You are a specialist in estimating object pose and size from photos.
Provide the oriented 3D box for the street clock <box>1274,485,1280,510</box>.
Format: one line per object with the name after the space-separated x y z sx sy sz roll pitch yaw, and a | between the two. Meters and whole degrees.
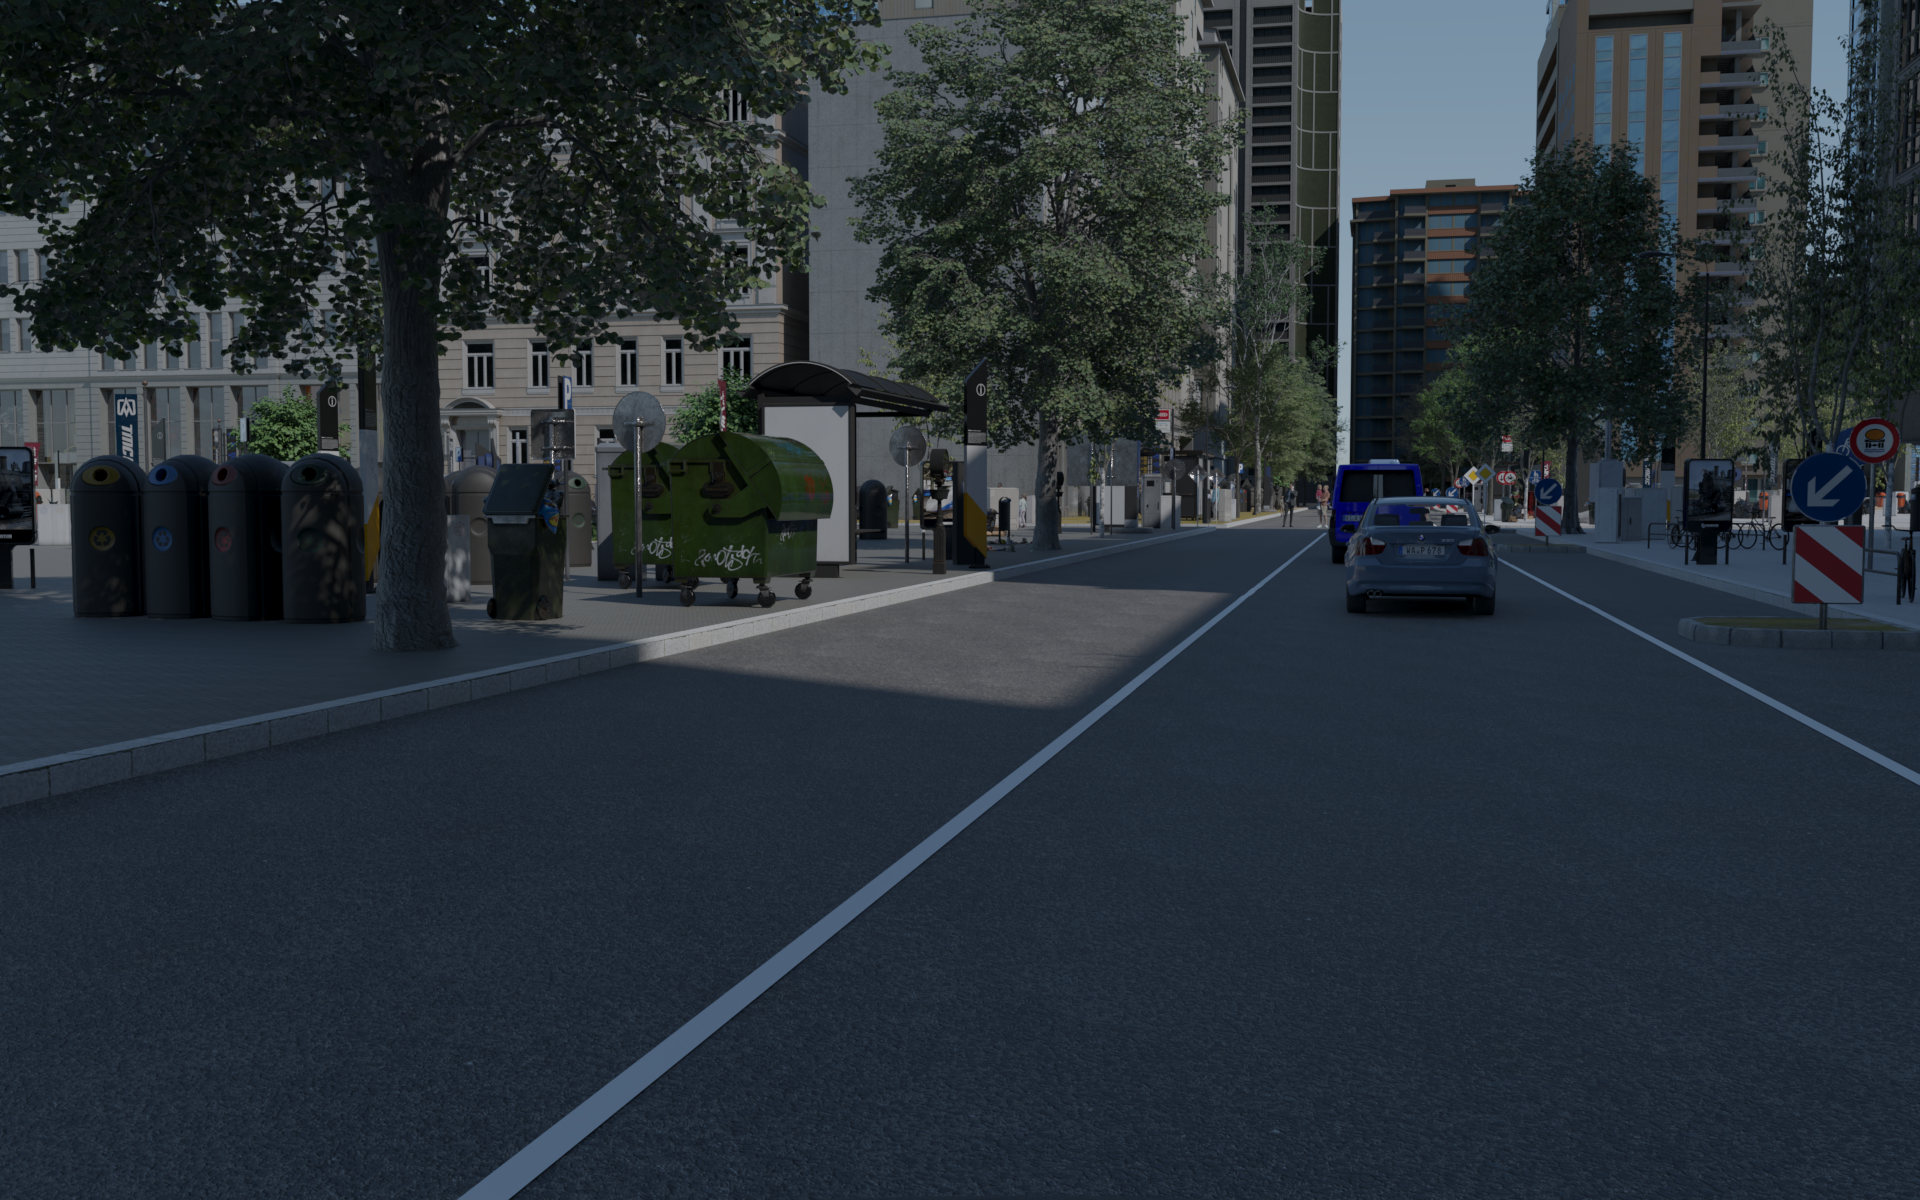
25.197 -8.148 137.787 0.471 2.002 0.358 -2 4 -26 | street clock

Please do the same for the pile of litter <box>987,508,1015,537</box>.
0.915 -2.352 52.414 1.719 0.858 1.176 1 4 19 | pile of litter

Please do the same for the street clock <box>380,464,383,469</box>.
-12.970 -2.136 39.501 0.471 2.002 0.358 0 4 6 | street clock

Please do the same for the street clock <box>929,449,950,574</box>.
-0.327 -1.413 27.665 0.358 2.002 0.471 1 4 11 | street clock

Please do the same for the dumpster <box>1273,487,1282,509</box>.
25.792 -8.227 140.264 1.264 1.857 1.865 1 4 13 | dumpster

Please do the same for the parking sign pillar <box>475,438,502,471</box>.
-22.426 -5.773 82.852 1.447 3.967 1.447 -1 4 -21 | parking sign pillar

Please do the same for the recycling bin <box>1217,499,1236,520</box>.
13.283 -4.508 86.264 0.722 1.027 0.722 -1 4 -14 | recycling bin

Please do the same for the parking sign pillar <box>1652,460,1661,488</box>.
54.010 -8.919 134.304 1.447 3.967 1.447 2 4 30 | parking sign pillar

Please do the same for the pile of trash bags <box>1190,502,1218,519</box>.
12.542 -5.027 91.936 1.912 1.369 3.447 -1 4 -15 | pile of trash bags

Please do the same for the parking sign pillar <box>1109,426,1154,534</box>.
5.632 -4.178 56.784 1.447 3.967 1.447 1 4 8 | parking sign pillar

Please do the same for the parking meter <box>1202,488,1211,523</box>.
11.066 -4.240 77.743 0.372 1.533 0.369 0 3 0 | parking meter

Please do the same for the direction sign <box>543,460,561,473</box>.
-20.623 -5.848 87.607 0.876 3.537 0.379 0 4 -4 | direction sign

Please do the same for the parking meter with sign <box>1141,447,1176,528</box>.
7.129 -4.187 64.720 1.738 3.016 0.543 0 4 -5 | parking meter with sign

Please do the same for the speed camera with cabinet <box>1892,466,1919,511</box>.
67.531 -7.898 123.468 2.038 3.252 0.660 0 4 -2 | speed camera with cabinet

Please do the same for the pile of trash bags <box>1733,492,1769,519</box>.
41.346 -4.900 89.871 1.912 1.369 3.447 1 4 11 | pile of trash bags

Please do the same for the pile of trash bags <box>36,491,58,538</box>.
-26.431 -2.500 50.632 1.912 1.369 3.447 0 4 -3 | pile of trash bags

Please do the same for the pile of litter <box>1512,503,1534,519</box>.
28.825 -4.569 88.665 1.176 0.858 1.719 3 4 38 | pile of litter

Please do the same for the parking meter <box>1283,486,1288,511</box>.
25.087 -7.819 133.550 0.255 1.863 0.399 3 5 39 | parking meter

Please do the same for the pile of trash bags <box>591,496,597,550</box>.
-9.502 -1.754 38.431 1.912 1.369 3.447 1 4 9 | pile of trash bags

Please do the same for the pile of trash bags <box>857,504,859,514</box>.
-4.712 -3.374 64.912 1.912 1.369 3.447 -1 4 -18 | pile of trash bags

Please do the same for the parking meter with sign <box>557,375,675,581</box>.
-5.017 -1.800 25.685 1.738 3.016 0.543 0 4 0 | parking meter with sign

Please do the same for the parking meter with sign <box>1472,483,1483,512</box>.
36.628 -7.730 122.643 1.738 3.016 0.543 1 4 21 | parking meter with sign

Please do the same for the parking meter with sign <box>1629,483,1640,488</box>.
46.678 -7.556 119.798 1.738 3.016 0.543 1 4 15 | parking meter with sign

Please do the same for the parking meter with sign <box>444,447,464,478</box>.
-19.201 -4.131 63.795 1.738 3.016 0.543 -3 5 -40 | parking meter with sign

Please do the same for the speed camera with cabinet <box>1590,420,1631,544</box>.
17.197 -3.144 45.743 0.660 3.252 2.038 2 4 26 | speed camera with cabinet

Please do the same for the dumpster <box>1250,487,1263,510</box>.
24.074 -8.256 140.737 1.264 1.857 1.865 1 4 14 | dumpster

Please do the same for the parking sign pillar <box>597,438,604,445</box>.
-16.822 -5.802 83.333 1.447 3.967 1.447 2 4 35 | parking sign pillar

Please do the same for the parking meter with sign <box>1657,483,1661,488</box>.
49.751 -7.729 122.634 1.738 3.016 0.543 2 4 27 | parking meter with sign

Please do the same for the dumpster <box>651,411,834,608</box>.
-2.485 -1.089 20.306 1.502 2.255 1.985 1 4 14 | dumpster

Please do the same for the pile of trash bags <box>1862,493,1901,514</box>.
57.506 -6.137 110.093 1.912 1.369 3.447 -1 4 -13 | pile of trash bags

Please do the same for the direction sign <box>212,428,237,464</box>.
-25.401 -4.151 59.873 0.876 3.537 0.379 1 4 8 | direction sign

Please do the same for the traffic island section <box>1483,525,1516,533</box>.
19.621 -2.592 64.656 2.009 0.180 2.903 1 4 13 | traffic island section

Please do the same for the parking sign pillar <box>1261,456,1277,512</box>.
21.784 -8.233 123.078 1.447 3.967 1.447 0 4 8 | parking sign pillar

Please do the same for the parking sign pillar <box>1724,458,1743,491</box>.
56.966 -8.510 127.615 1.447 3.967 1.447 0 4 5 | parking sign pillar

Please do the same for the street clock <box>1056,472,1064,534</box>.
3.162 -3.129 55.734 0.358 2.002 0.471 -1 4 -18 | street clock

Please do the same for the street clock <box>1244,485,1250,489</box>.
22.587 -8.064 136.412 0.358 2.002 0.471 -2 4 -32 | street clock

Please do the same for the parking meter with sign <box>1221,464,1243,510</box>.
15.389 -6.320 99.596 1.738 3.016 0.543 3 5 43 | parking meter with sign

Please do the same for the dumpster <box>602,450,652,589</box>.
-3.896 -1.312 23.944 1.502 2.255 1.985 1 4 13 | dumpster

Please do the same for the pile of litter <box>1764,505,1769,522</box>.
36.931 -3.930 78.219 1.176 0.858 1.719 1 4 17 | pile of litter

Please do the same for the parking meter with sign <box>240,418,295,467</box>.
-15.672 -2.685 40.158 1.738 3.016 0.543 -2 4 -35 | parking meter with sign

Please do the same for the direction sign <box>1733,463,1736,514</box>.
49.033 -7.198 109.682 0.379 3.537 0.876 1 4 20 | direction sign

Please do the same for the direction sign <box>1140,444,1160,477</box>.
8.517 -5.241 77.693 0.876 3.537 0.379 1 4 17 | direction sign

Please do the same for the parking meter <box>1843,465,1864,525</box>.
17.501 -1.727 33.941 0.255 1.863 0.399 1 4 13 | parking meter

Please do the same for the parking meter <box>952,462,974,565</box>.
0.081 -1.575 31.459 0.399 1.863 0.255 -2 4 -26 | parking meter

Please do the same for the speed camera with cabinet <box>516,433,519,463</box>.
-14.609 -3.718 55.127 2.038 3.252 0.660 -3 5 -41 | speed camera with cabinet

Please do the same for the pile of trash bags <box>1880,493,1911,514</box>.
61.132 -6.204 111.182 3.447 1.369 1.912 -2 4 -34 | pile of trash bags

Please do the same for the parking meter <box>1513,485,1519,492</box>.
35.059 -6.331 109.226 0.399 1.863 0.255 -3 5 -44 | parking meter

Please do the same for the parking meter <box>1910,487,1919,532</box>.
32.643 -3.101 59.109 0.372 1.533 0.369 0 3 0 | parking meter

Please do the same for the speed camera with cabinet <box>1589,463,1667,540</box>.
18.668 -3.305 48.373 2.038 3.252 0.660 0 4 -8 | speed camera with cabinet

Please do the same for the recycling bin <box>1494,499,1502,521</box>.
25.909 -4.290 82.688 0.722 1.027 0.722 2 4 26 | recycling bin

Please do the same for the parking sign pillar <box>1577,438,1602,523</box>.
27.462 -5.360 76.107 1.447 3.967 1.447 0 4 2 | parking sign pillar

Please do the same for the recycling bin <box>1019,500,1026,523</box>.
2.578 -3.943 77.022 0.722 1.027 0.722 1 4 16 | recycling bin

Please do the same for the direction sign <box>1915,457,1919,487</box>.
58.544 -6.970 105.958 0.379 3.537 0.876 1 4 18 | direction sign
